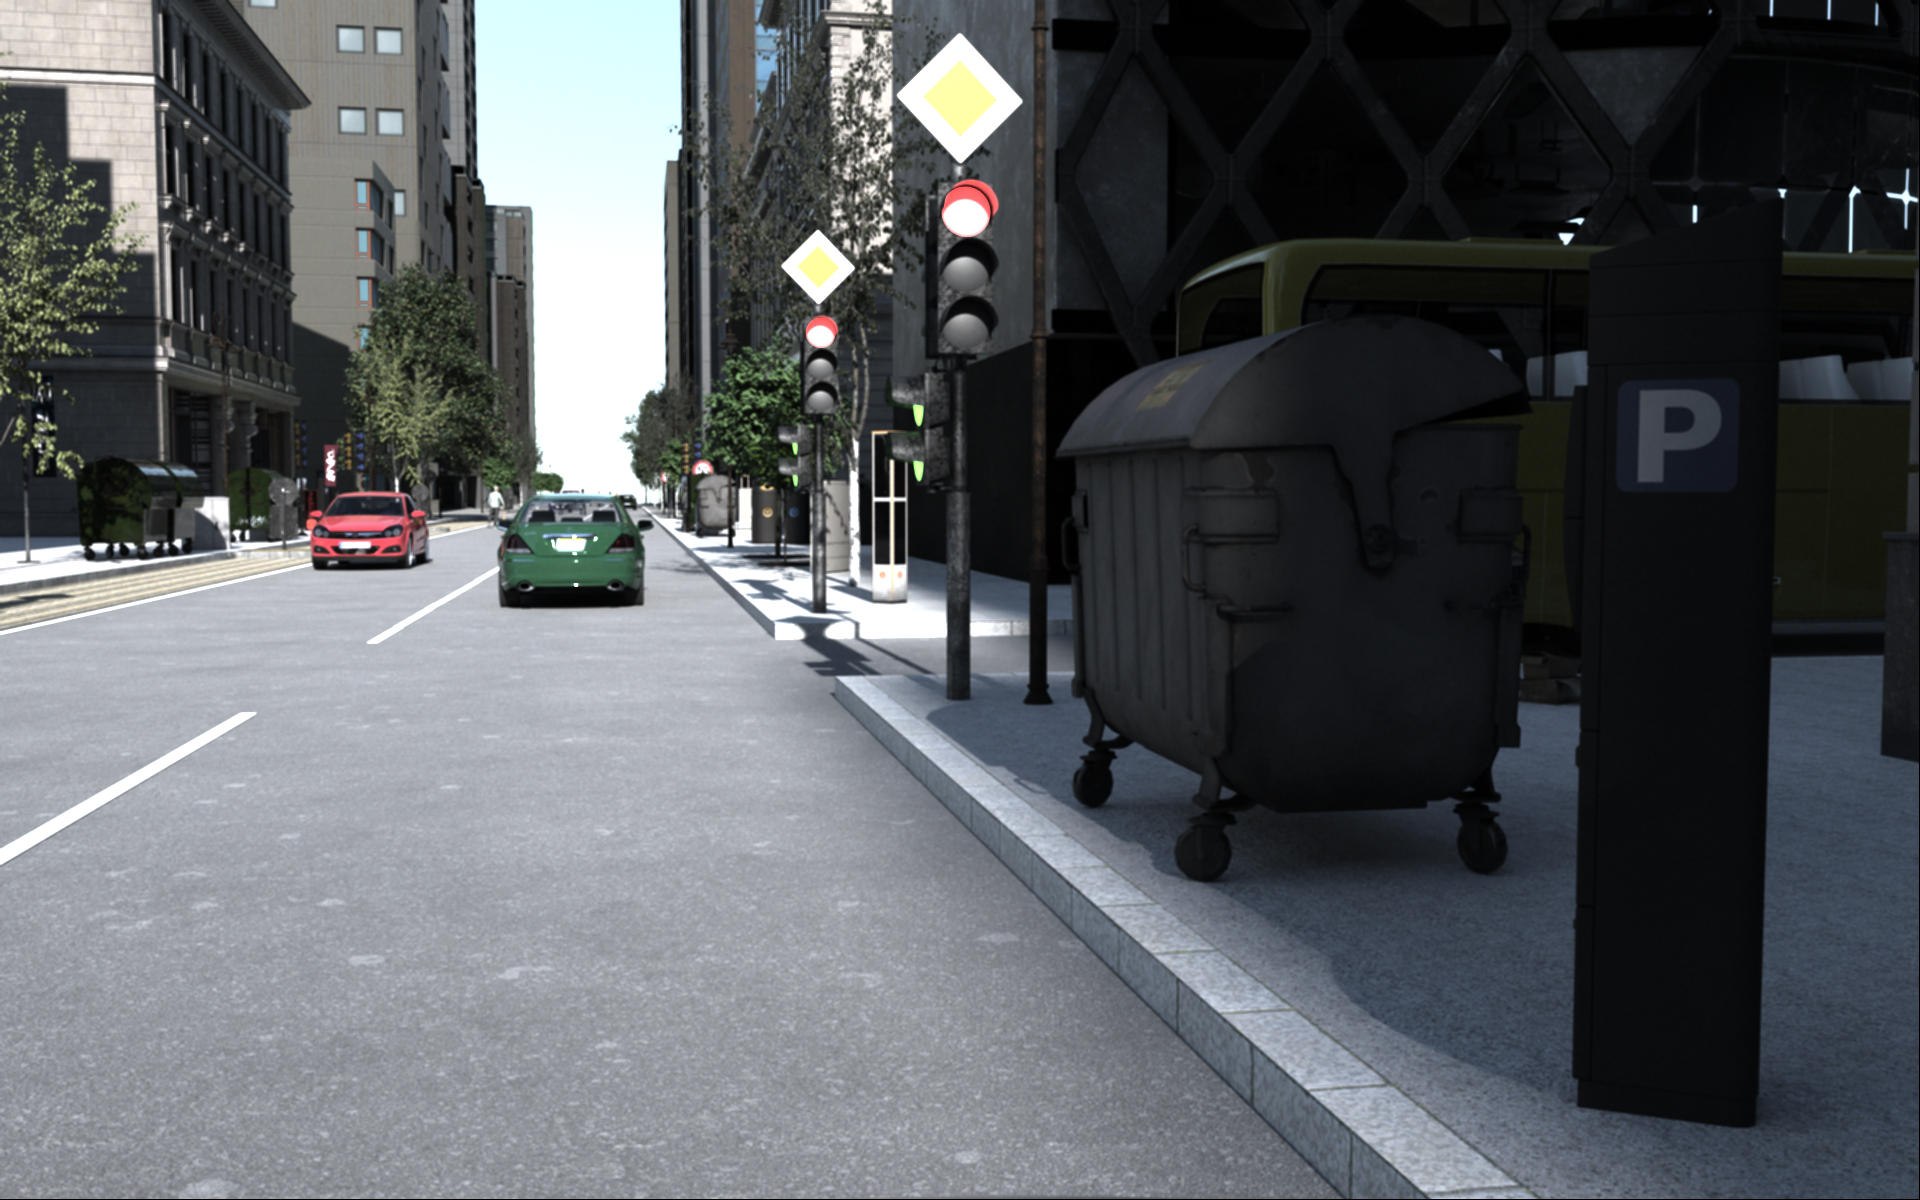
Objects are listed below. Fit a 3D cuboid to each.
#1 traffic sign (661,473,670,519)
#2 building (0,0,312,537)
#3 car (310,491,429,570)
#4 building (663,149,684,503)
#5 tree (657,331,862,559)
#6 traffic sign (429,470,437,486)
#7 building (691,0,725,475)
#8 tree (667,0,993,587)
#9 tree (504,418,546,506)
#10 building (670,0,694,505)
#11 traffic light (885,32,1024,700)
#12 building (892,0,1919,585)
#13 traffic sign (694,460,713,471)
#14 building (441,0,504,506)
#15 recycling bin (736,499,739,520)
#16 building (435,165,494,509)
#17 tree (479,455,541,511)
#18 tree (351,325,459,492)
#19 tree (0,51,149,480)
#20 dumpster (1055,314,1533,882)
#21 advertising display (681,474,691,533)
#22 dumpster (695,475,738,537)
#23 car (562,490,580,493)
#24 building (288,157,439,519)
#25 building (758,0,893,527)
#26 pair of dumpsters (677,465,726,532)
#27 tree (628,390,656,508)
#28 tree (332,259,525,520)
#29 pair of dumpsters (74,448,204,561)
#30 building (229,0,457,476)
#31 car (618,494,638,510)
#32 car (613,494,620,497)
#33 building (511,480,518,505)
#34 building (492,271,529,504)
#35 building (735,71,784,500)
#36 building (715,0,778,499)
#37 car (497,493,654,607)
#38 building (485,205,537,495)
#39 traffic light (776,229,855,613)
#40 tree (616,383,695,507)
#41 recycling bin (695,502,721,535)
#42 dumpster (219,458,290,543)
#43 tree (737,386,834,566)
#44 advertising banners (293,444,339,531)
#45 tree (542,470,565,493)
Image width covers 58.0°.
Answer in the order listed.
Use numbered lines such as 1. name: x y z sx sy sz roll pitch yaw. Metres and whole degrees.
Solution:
1. traffic sign: -15.258 -5.544 90.756 0.768 2.556 0.104 0 4 -6
2. building: -28.565 -12.316 52.276 10.553 20.767 40.483 -1 4 -11
3. car: -11.650 -1.546 34.312 2.155 1.783 4.494 -1 4 -11
4. building: -29.974 -37.732 240.623 21.300 48.544 21.600 -1 4 -11
5. tree: -3.660 -3.131 34.912 4.285 4.588 4.351 0 3 0
6. traffic sign: -27.719 -5.525 90.438 0.768 2.556 0.104 0 4 -2
7. building: -9.237 -35.844 128.045 21.231 58.520 28.212 -1 4 -11
8. tree: -1.701 -4.489 23.759 4.360 8.622 3.978 0 3 0
9. tree: -42.077 -13.176 165.784 4.360 8.622 3.978 0 3 0
10. building: -26.717 -47.759 219.106 20.563 71.187 20.611 -1 4 -11
11. traffic light: -0.029 -1.333 10.719 0.839 4.253 0.868 -1 4 -11
12. building: 8.334 -9.971 30.480 16.811 18.784 16.820 -1 4 -11
13. traffic sign: -9.702 -3.996 65.440 0.768 2.556 0.104 0 4 -2
14. building: -59.112 -45.447 181.312 20.563 71.187 20.611 -1 4 -11
15. recycling bin: -11.123 -4.447 85.264 0.722 1.027 0.722 -3 5 -39
16. building: -48.843 -23.181 150.708 14.160 30.474 14.107 -1 4 -11
17. tree: -36.011 -9.264 135.187 4.285 4.588 4.351 0 3 0
18. tree: -24.597 -7.698 76.217 4.737 8.622 4.395 0 3 0
19. tree: -15.878 -4.763 28.242 4.737 8.622 4.395 0 3 0
20. dumpster: 1.177 -0.043 6.457 1.264 1.857 1.865 -1 4 -11
21. advertising display: -9.087 -3.193 57.424 0.123 1.923 0.974 -1 4 -21
22. dumpster: -7.330 -2.842 52.220 1.264 1.857 1.865 -1 4 -11
23. car: -34.403 -8.839 153.188 2.281 1.827 5.304 -1 4 -12
24. building: -46.569 -15.675 101.326 27.650 21.520 28.899 -1 4 -11
25. building: -0.763 -14.183 60.763 11.050 23.489 19.941 -1 4 -11
26. pair of dumpsters: -8.997 -3.535 60.293 1.574 2.255 4.437 -1 4 -11
27. tree: -16.625 -9.139 99.779 4.360 8.622 3.978 0 3 0
28. tree: -26.155 -10.262 84.791 9.611 12.733 9.660 0 3 0
29. pair of dumpsters: -16.725 -2.007 35.316 1.574 2.255 4.437 -1 4 -11
30. building: -52.527 -32.945 127.889 28.713 52.752 27.495 -1 4 -11
31. car: -29.749 -8.850 154.481 2.009 1.686 4.222 -1 4 -13
32. car: -37.112 -10.885 188.196 2.015 1.641 3.980 -1 4 -11
33. building: -69.229 -31.286 203.407 32.217 40.220 23.993 -1 4 -11
34. building: -63.623 -27.672 224.137 14.160 30.474 14.107 -1 4 -11
35. building: -3.279 -14.733 82.687 13.314 21.916 24.055 -1 4 -11
36. building: -7.647 -27.919 106.580 14.600 45.320 14.200 -1 4 -11
37. car: -5.225 -0.716 23.502 2.131 1.459 4.920 -1 4 -11
38. building: -65.888 -33.890 237.702 14.154 41.232 14.086 -1 4 -11
39. traffic light: -1.534 -1.813 18.562 0.839 4.253 0.868 -1 4 -11
40. tree: -30.660 -16.014 178.844 9.611 12.733 9.660 0 3 0
41. recycling bin: -7.852 -2.539 54.060 0.722 1.027 0.722 0 4 -1
42. dumpster: -18.850 -2.681 46.327 1.502 2.255 1.985 -1 4 -11
43. tree: -3.266 -2.235 31.149 1.663 3.219 1.824 0 3 0
44. advertising banners: -22.721 -3.934 60.503 2.074 3.025 0.090 -2 4 -35
45. tree: -52.727 -14.267 216.985 4.285 4.588 4.351 0 3 0
